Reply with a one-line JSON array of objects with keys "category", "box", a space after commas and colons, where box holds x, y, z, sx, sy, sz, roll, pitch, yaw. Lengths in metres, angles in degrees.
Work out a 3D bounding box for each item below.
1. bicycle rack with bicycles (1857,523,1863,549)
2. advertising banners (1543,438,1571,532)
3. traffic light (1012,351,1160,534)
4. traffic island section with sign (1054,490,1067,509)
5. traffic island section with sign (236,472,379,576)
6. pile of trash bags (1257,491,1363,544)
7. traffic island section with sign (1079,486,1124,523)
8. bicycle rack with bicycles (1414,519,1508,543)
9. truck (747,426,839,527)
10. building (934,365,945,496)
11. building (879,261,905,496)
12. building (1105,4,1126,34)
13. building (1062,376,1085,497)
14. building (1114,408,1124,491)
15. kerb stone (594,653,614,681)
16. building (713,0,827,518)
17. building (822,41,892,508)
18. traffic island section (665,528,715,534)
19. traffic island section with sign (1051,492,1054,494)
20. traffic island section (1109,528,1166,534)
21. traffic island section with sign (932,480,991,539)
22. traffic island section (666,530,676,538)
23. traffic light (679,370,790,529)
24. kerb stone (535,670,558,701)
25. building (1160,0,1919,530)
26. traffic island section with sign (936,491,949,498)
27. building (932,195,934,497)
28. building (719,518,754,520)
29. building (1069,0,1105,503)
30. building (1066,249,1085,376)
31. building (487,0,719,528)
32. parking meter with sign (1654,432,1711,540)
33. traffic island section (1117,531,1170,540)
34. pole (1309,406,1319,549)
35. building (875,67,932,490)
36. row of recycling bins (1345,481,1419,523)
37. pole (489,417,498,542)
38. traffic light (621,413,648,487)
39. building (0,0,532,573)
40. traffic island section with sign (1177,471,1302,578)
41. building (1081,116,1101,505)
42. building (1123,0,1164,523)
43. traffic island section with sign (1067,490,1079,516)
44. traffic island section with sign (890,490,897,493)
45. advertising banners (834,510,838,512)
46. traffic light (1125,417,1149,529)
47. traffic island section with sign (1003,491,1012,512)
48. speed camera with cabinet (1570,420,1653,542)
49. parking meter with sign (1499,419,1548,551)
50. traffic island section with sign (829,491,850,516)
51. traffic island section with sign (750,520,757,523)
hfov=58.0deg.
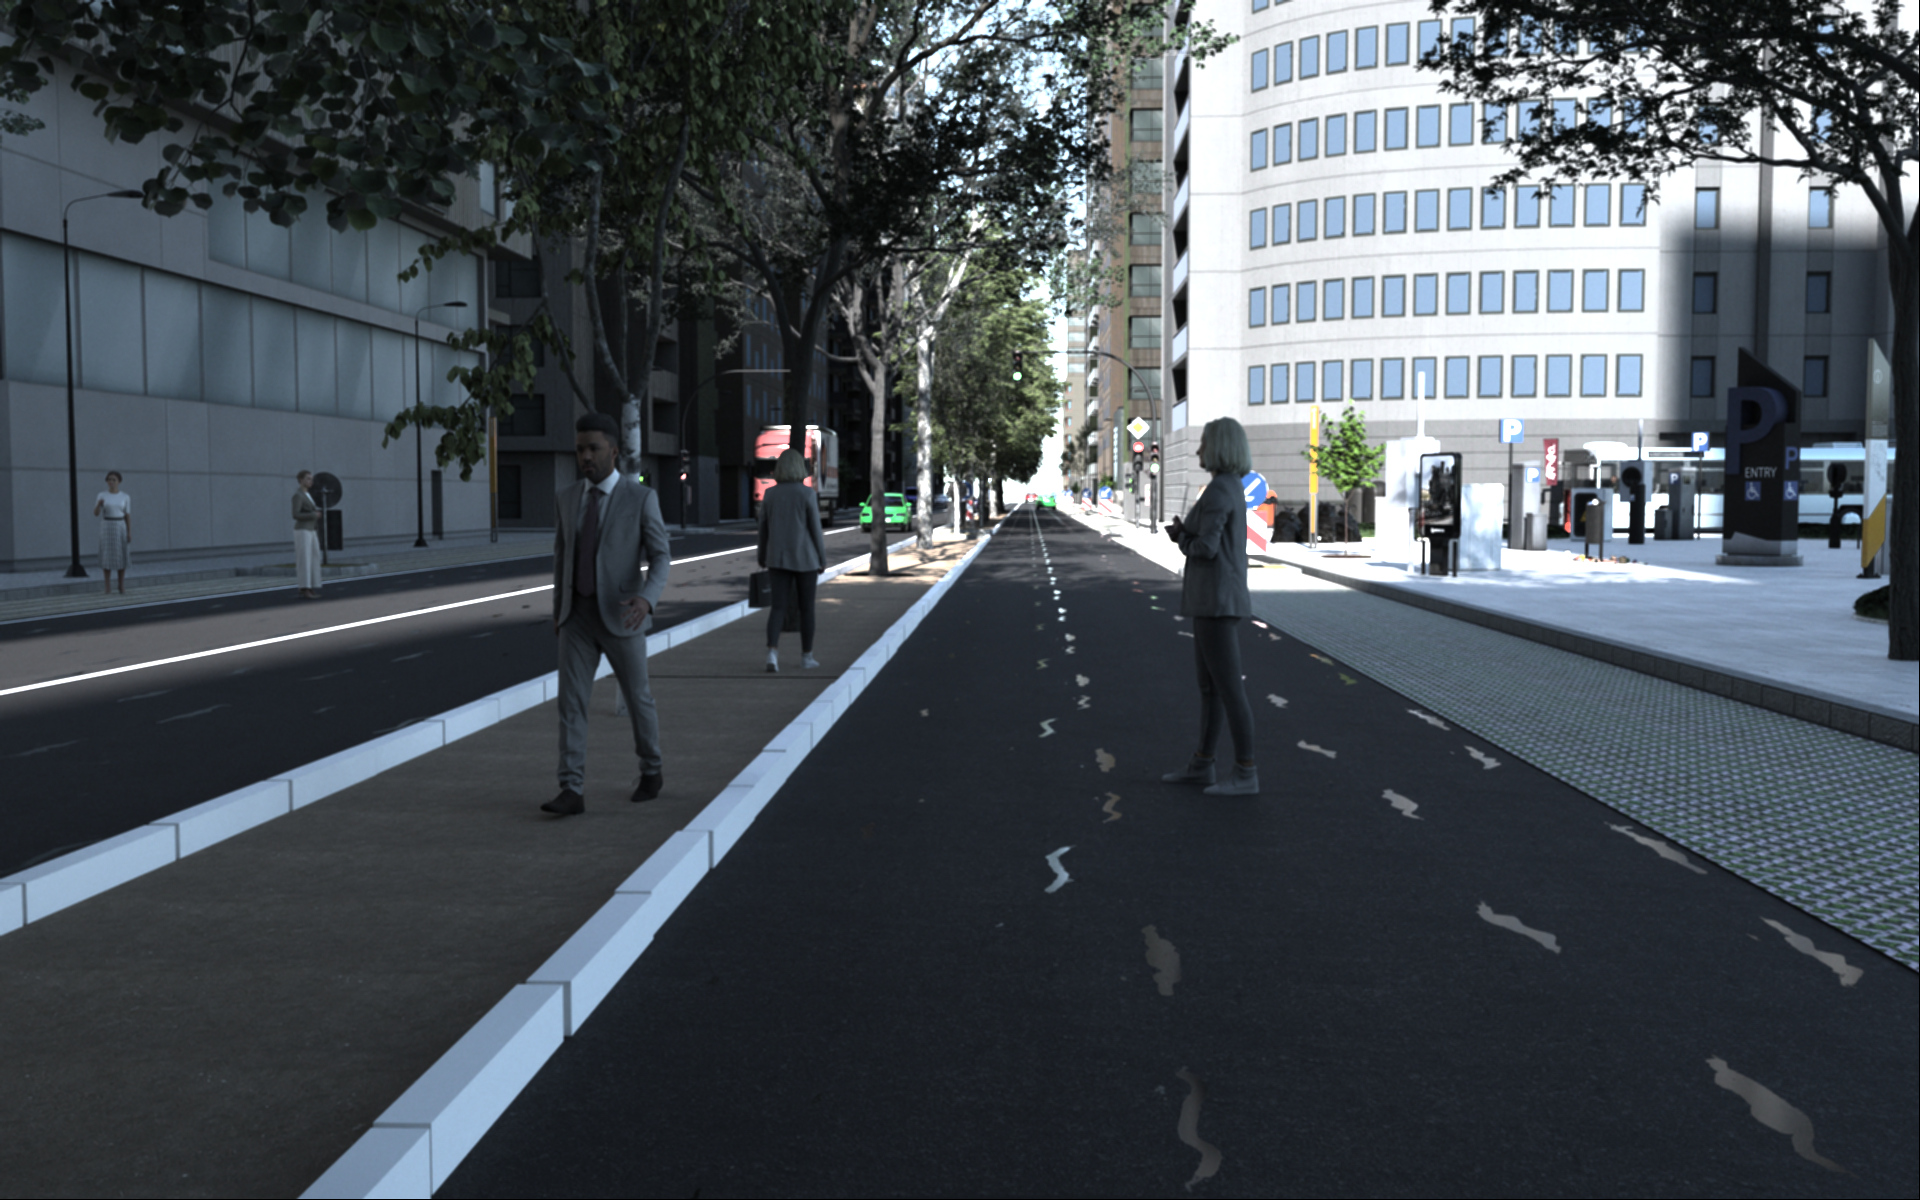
[{"category": "bicycle rack with bicycles", "box": [22.216, -1.636, 40.131, 2.852, 0.926, 2.925, -1, 4, -15]}, {"category": "advertising banners", "box": [19.141, -3.545, 54.142, 0.090, 3.025, 2.074, -3, 5, -40]}, {"category": "traffic light", "box": [4.035, -4.910, 54.946, 4.771, 5.953, 1.251, 0, 4, 2]}, {"category": "traffic island section with sign", "box": [10.099, -9.393, 162.198, 1.989, 1.847, 2.006, 0, 4, 2]}, {"category": "traffic island section with sign", "box": [-11.509, -1.359, 30.854, 1.989, 1.847, 2.006, 0, 4, 2]}, {"category": "pile of trash bags", "box": [8.914, -2.175, 45.309, 3.447, 1.369, 1.912, -3, 5, -42]}, {"category": "traffic island section with sign", "box": [7.069, -4.722, 85.830, 1.989, 1.847, 2.006, 0, 4, 2]}, {"category": "bicycle rack with bicycles", "box": [13.236, -2.002, 46.115, 2.925, 0.926, 2.852, -2, 4, -26]}, {"category": "truck", "box": [-6.889, -5.154, 73.174, 2.839, 4.237, 11.283, 0, 4, 2]}, {"category": "building", "box": [-9.935, -31.565, 287.786, 14.160, 30.474, 14.107, 0, 4, 2]}, {"category": "building", "box": [-14.014, -26.440, 203.993, 14.160, 30.474, 14.107, 0, 4, 2]}, {"category": "building", "box": [19.414, -30.393, 147.038, 14.600, 45.320, 14.200, 0, 4, 2]}, {"category": "building", "box": [29.875, -25.879, 268.158, 27.650, 21.520, 28.899, 0, 4, 2]}, {"category": "building", "box": [22.811, -49.393, 120.241, 22.319, 86.520, 31.000, 0, 4, 2]}, {"category": "kerb stone", "box": [-2.840, 0.538, 13.404, 0.120, 0.150, 1.000, 0, 4, 2]}, {"category": "building", "box": [-16.476, -28.352, 113.673, 14.600, 45.320, 14.200, 0, 4, 2]}, {"category": "building", "box": [-18.827, -32.249, 181.903, 22.147, 44.769, 28.867, 0, 4, 2]}, {"category": "traffic island section", "box": [-10.192, -2.537, 63.761, 2.009, 0.180, 2.903, 0, 4, 2]}, {"category": "traffic island section with sign", "box": [11.204, -11.094, 190.020, 1.989, 1.847, 2.006, 0, 4, 2]}, {"category": "traffic island section", "box": [6.486, -2.496, 63.096, 2.009, 0.180, 2.903, 0, 4, 2]}, {"category": "traffic island section with sign", "box": [-0.124, -2.903, 55.605, 2.006, 1.907, 1.989, 0, 4, 2]}, {"category": "traffic island section", "box": [-10.509, -2.049, 55.783, 2.009, 0.180, 2.903, 0, 4, 2]}, {"category": "traffic light", "box": [-8.059, -5.438, 63.577, 4.771, 5.953, 1.251, 0, 4, 2]}, {"category": "kerb stone", "box": [-2.884, 0.601, 12.383, 0.120, 0.150, 1.000, 0, 4, 2]}, {"category": "building", "box": [23.153, -32.329, 70.586, 28.212, 58.520, 21.231, 0, 4, 2]}, {"category": "traffic island section with sign", "box": [-2.951, -14.515, 245.945, 1.989, 1.847, 2.006, 0, 4, 2]}, {"category": "building", "box": [-15.227, -44.242, 265.363, 21.231, 58.520, 28.212, 0, 4, 2]}, {"category": "building", "box": [-17.272, -26.998, 91.529, 14.600, 45.320, 14.200, 0, 4, 2]}, {"category": "building", "box": [25.840, -49.164, 242.074, 20.563, 71.187, 20.611, 0, 4, 2]}, {"category": "building", "box": [24.748, -37.064, 289.591, 14.154, 41.232, 14.086, 0, 4, 2]}, {"category": "building", "box": [-18.037, -18.237, 69.883, 14.160, 30.474, 14.107, 0, 4, 2]}, {"category": "parking meter with sign", "box": [20.176, -3.193, 48.470, 1.738, 3.016, 0.543, -2, 4, -31]}, {"category": "traffic island section", "box": [6.169, -2.008, 55.117, 2.009, 0.180, 2.903, 0, 4, 2]}, {"category": "pole", "box": [8.218, -2.834, 40.182, 0.158, 3.312, 0.155, 0, 3, 0]}, {"category": "building", "box": [-15.642, -42.515, 237.125, 21.231, 58.520, 28.212, 0, 4, 2]}, {"category": "row of recycling bins", "box": [13.340, -2.851, 53.720, 1.069, 1.692, 3.534, -2, 4, -34]}, {"category": "pole", "box": [-12.382, -3.188, 45.960, 0.158, 3.312, 0.155, 0, 3, 0]}, {"category": "traffic light", "box": [-10.470, -4.081, 55.646, 0.839, 4.253, 0.868, 0, 4, 2]}, {"category": "building", "box": [-26.983, -27.615, 40.743, 27.495, 52.752, 28.713, 0, 4, 2]}, {"category": "traffic island section with sign", "box": [4.862, -1.334, 30.436, 1.989, 1.847, 2.006, 0, 4, 2]}, {"category": "building", "box": [26.082, -35.356, 197.684, 23.786, 49.044, 30.456, 0, 4, 2]}, {"category": "building", "box": [15.651, -19.573, 91.715, 14.160, 30.474, 14.107, 0, 4, 2]}, {"category": "traffic island section with sign", "box": [8.143, -6.379, 112.925, 1.989, 1.847, 2.006, 0, 4, 2]}, {"category": "traffic island section with sign", "box": [-6.220, -9.486, 163.724, 1.989, 1.847, 2.006, 0, 4, 2]}, {"category": "advertising banners", "box": [-9.173, -8.033, 127.523, 0.090, 3.025, 2.074, 0, 4, 5]}, {"category": "traffic light", "box": [6.446, -4.530, 62.983, 0.839, 4.253, 0.868, 0, 4, 2]}, {"category": "traffic island section with sign", "box": [3.157, -7.948, 138.086, 2.006, 1.907, 1.989, 0, 4, 2]}, {"category": "speed camera with cabinet", "box": [17.516, -3.196, 46.590, 0.660, 3.252, 2.038, -3, 5, -44]}, {"category": "parking meter with sign", "box": [12.883, -2.642, 39.458, 0.543, 3.016, 1.738, 0, 4, -6]}, {"category": "traffic island section with sign", "box": [-8.226, -6.394, 113.172, 1.989, 1.847, 2.006, 0, 4, 2]}, {"category": "traffic island section with sign", "box": [-9.313, -4.730, 85.967, 1.989, 1.847, 2.006, 0, 4, 2]}]
